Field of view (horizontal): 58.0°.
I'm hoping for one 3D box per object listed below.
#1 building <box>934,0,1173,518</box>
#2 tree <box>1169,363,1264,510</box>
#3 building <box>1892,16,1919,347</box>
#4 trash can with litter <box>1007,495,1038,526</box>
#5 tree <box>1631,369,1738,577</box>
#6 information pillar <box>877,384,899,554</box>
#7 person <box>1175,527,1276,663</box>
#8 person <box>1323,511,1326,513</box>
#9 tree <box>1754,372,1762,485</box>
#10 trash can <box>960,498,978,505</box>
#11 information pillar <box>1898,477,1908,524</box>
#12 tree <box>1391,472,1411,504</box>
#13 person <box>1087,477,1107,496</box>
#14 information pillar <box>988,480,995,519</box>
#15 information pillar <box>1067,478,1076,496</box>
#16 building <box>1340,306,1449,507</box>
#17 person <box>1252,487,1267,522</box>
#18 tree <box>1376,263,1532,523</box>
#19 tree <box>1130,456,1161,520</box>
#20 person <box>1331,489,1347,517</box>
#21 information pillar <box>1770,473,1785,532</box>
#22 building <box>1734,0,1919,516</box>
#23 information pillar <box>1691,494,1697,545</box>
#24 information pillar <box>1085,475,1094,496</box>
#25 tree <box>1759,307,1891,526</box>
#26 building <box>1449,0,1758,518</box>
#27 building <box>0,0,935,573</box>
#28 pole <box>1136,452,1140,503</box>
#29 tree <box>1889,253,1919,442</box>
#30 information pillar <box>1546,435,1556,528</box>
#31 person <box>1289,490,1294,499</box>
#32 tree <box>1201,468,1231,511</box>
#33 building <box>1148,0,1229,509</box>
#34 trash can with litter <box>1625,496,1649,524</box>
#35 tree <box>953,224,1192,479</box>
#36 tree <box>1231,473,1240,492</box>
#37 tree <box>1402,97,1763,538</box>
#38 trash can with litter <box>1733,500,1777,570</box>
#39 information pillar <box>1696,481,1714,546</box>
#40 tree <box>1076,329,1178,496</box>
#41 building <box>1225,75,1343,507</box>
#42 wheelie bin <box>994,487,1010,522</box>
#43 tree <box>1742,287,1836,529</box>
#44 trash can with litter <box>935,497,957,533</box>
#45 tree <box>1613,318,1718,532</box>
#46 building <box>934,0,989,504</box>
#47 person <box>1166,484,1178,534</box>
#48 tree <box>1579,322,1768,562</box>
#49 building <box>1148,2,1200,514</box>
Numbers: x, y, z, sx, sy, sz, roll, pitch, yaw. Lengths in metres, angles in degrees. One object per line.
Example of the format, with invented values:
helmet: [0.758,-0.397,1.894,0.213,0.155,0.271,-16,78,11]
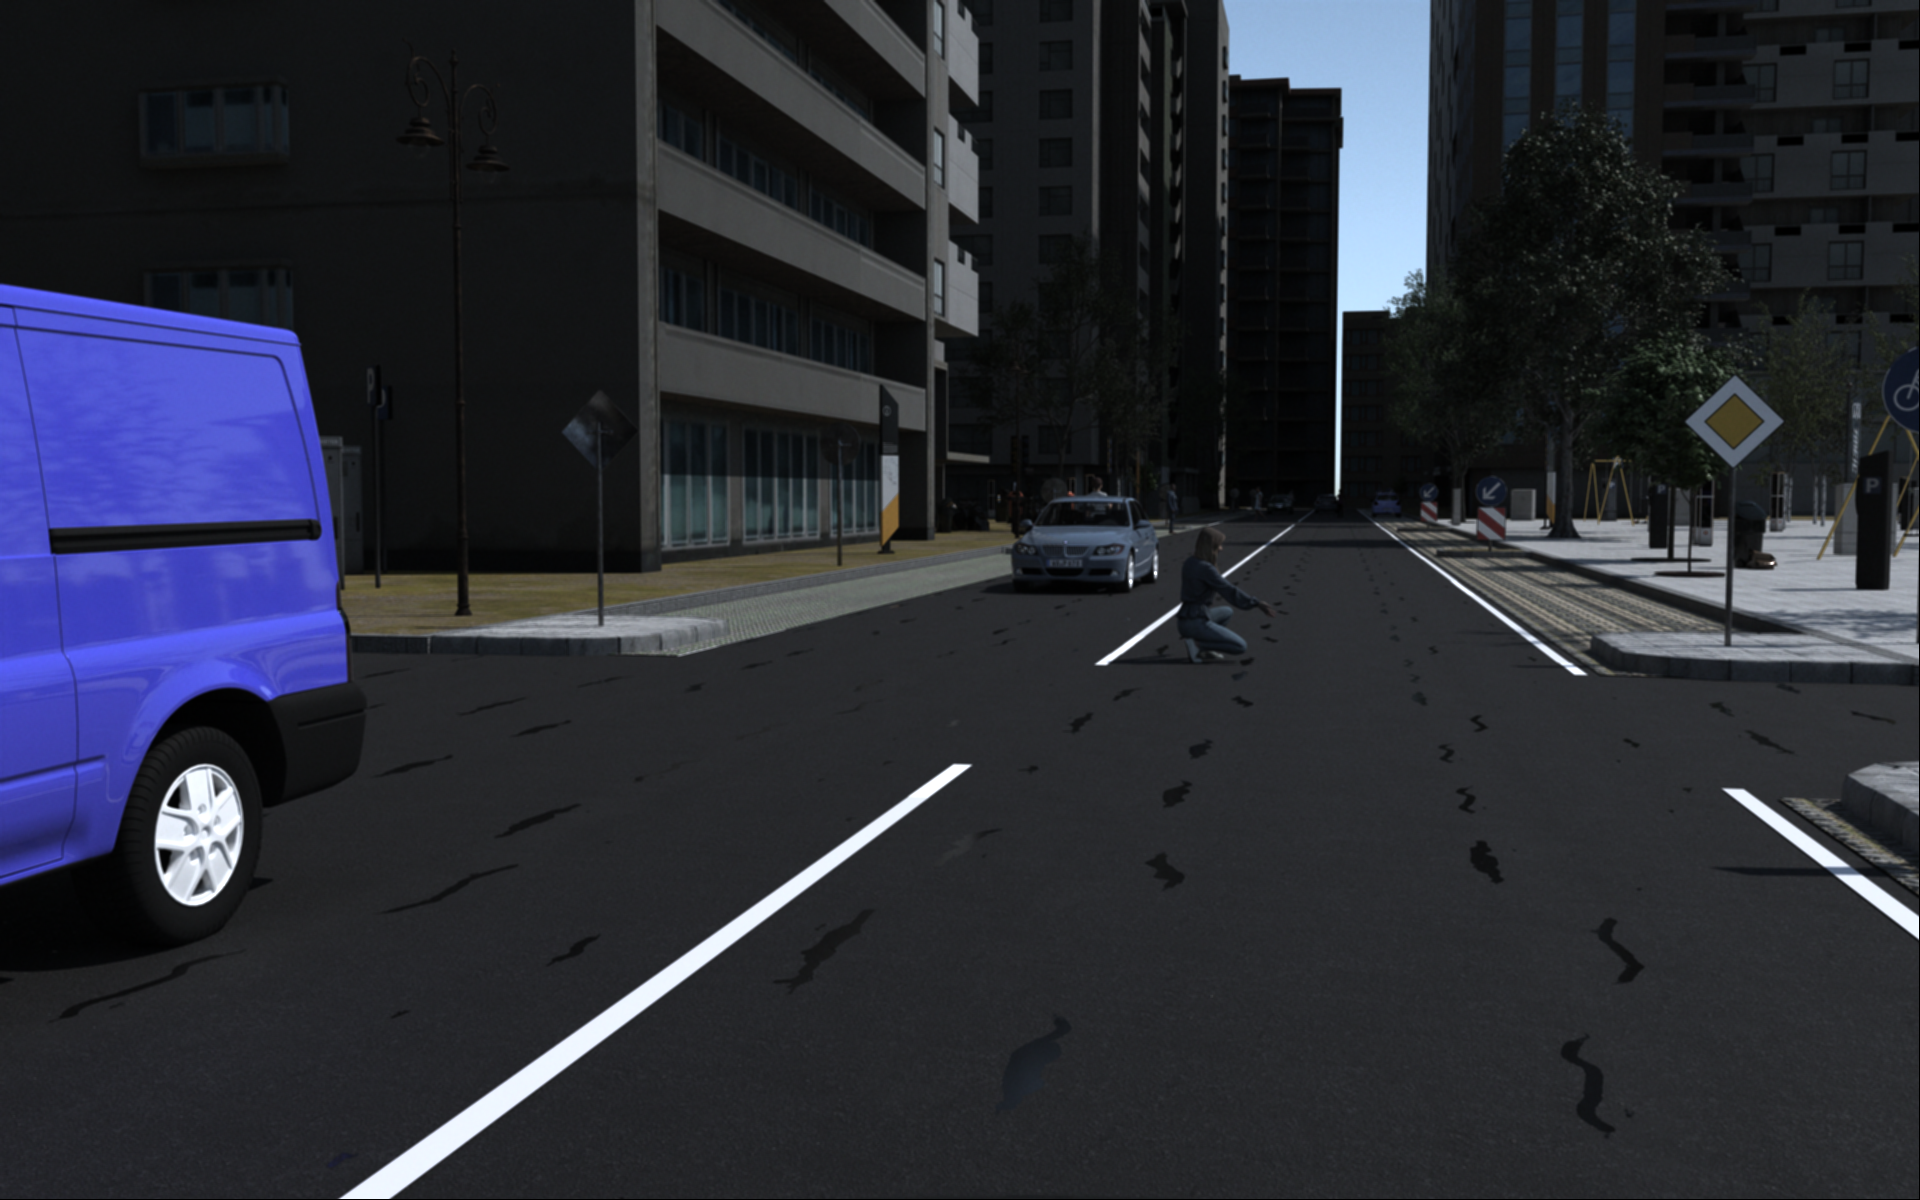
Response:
building: [4.375,-20.018,98.991,14.160,30.474,14.107,1,4,12]
tree: [20.329,-12.910,136.826,9.928,11.665,9.643,0,3,0]
building: [79.224,-28.198,144.627,14.086,41.232,14.154,1,4,12]
trash can with litter: [2.663,-3.544,69.003,1.678,1.210,2.233,-2,4,-26]
tree: [11.331,-1.990,27.146,1.663,3.219,1.824,0,3,0]
information pillar: [-1.532,-2.803,37.182,0.504,3.616,0.183,-3,5,-44]
person: [2.195,-0.059,14.970,0.738,1.151,1.012,-1,4,-12]
person: [28.314,-7.513,134.563,0.599,1.433,0.991,3,4,39]
tree: [36.444,-7.552,73.842,4.360,8.622,3.978,0,3,0]
trash can: [0.356,-3.371,66.763,0.748,1.137,0.748,0,3,0]
information pillar: [40.227,-4.241,73.831,0.304,2.012,0.304,0,4,2]
tree: [37.161,-9.235,145.586,1.663,3.219,1.824,0,3,0]
person: [2.726,-1.510,33.751,0.480,1.755,0.524,1,4,16]
information pillar: [1.666,-5.277,90.771,0.304,2.012,0.304,1,4,17]
information pillar: [5.100,-4.592,79.578,0.304,2.012,0.304,-2,4,-29]
building: [54.768,-20.578,181.495,28.899,21.520,27.650,1,4,12]
person: [15.339,-4.900,88.710,0.778,1.811,0.616,1,4,16]
tree: [22.444,-9.268,77.280,9.928,11.665,9.643,0,3,0]
tree: [9.304,-5.669,87.289,1.663,3.219,1.824,0,3,0]
person: [23.354,-5.958,106.604,1.217,1.739,0.721,-2,4,-29]
information pillar: [27.884,-3.340,59.096,0.304,2.012,0.304,-2,4,-24]
building: [46.761,-32.249,116.512,28.713,52.752,27.495,1,4,12]
information pillar: [18.559,-2.382,43.434,0.304,2.012,0.304,1,4,9]
information pillar: [4.937,-3.771,66.147,0.304,2.012,0.304,-1,4,-11]
tree: [34.535,-7.227,68.525,4.360,8.622,3.978,0,3,0]
building: [35.686,-27.384,97.845,14.600,45.320,14.200,1,4,12]
building: [-13.346,-25.406,39.097,21.300,48.544,21.600,1,4,12]
pole: [8.571,-5.480,83.436,0.158,3.312,0.155,0,3,0]
tree: [28.851,-6.168,51.208,4.737,8.622,4.395,0,3,0]
information pillar: [22.347,-4.532,65.445,0.183,3.616,0.504,-1,4,-12]
person: [24.689,-7.330,129.007,0.551,1.740,0.621,3,5,41]
tree: [19.056,-8.298,130.273,1.663,3.219,1.824,0,3,0]
building: [12.827,-32.569,156.199,21.600,48.544,21.300,1,4,12]
trash can with litter: [29.885,-3.890,74.660,2.233,1.210,1.678,3,4,37]
tree: [3.533,-7.701,60.318,8.767,10.594,7.601,-3,4,-36]
tree: [24.813,-9.889,156.280,1.663,3.219,1.824,0,3,0]
tree: [17.815,-8.160,50.431,9.611,12.733,9.660,0,3,0]
trash can with litter: [13.736,-1.128,29.825,0.624,1.170,1.055,0,4,-4]
information pillar: [18.333,-2.325,42.512,0.304,2.012,0.304,2,4,26]
tree: [7.293,-7.743,76.953,4.360,8.622,3.978,0,3,0]
building: [25.830,-32.418,184.660,28.867,44.769,22.147,1,4,12]
wheelie bin: [1.960,-4.349,79.013,0.693,1.594,0.980,1,4,12]
tree: [30.065,-6.874,62.751,4.737,8.622,4.395,0,3,0]
trash can with litter: [-0.685,-2.788,56.971,1.055,1.170,0.624,-2,4,-34]
tree: [23.468,-6.607,58.394,4.360,8.622,3.978,0,3,0]
building: [-14.511,-29.555,72.464,28.713,52.752,27.495,1,4,12]
person: [7.620,-3.278,62.271,0.419,1.800,0.721,1,4,17]
tree: [13.701,-3.021,33.105,4.285,4.588,4.351,0,3,0]
building: [-0.069,-26.130,119.114,32.217,40.220,23.993,1,4,12]
